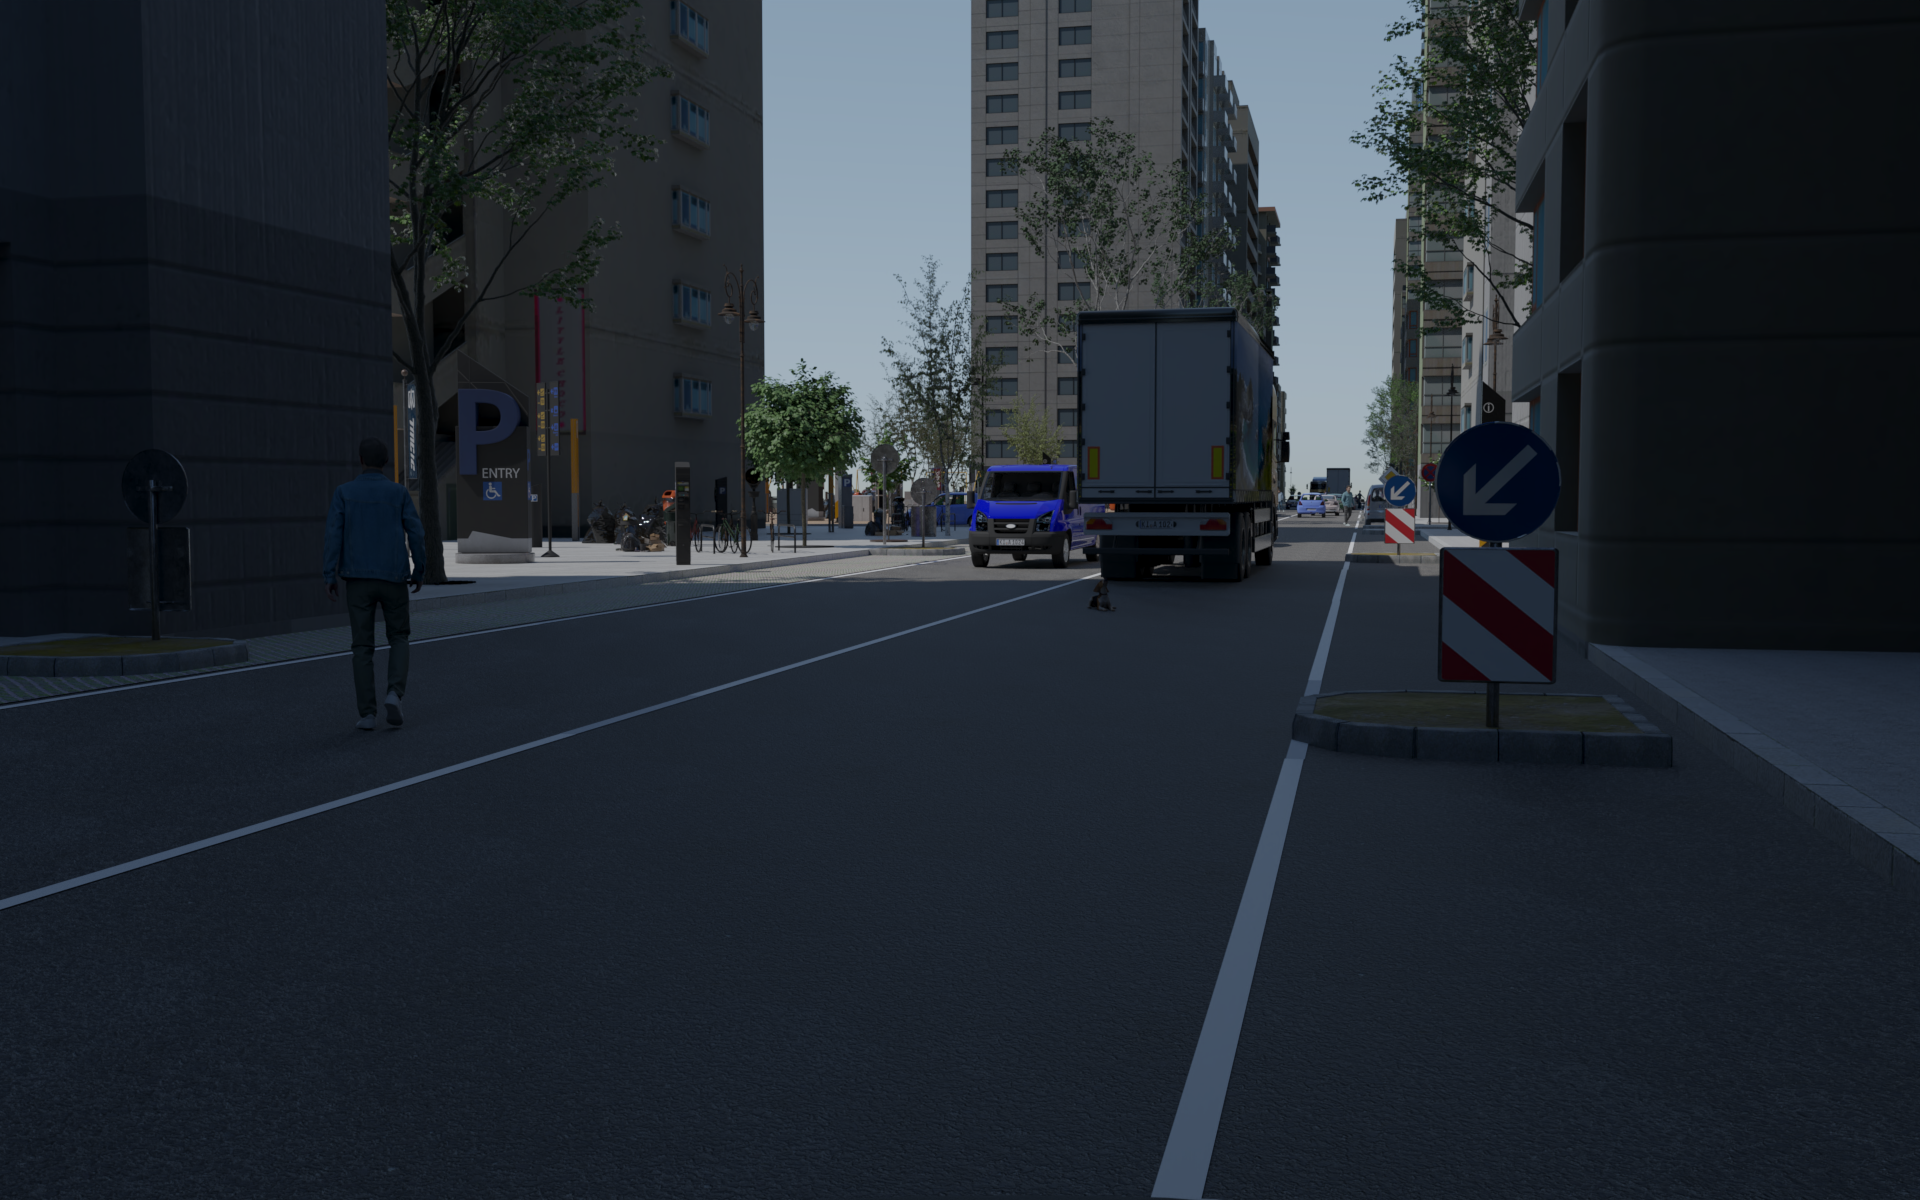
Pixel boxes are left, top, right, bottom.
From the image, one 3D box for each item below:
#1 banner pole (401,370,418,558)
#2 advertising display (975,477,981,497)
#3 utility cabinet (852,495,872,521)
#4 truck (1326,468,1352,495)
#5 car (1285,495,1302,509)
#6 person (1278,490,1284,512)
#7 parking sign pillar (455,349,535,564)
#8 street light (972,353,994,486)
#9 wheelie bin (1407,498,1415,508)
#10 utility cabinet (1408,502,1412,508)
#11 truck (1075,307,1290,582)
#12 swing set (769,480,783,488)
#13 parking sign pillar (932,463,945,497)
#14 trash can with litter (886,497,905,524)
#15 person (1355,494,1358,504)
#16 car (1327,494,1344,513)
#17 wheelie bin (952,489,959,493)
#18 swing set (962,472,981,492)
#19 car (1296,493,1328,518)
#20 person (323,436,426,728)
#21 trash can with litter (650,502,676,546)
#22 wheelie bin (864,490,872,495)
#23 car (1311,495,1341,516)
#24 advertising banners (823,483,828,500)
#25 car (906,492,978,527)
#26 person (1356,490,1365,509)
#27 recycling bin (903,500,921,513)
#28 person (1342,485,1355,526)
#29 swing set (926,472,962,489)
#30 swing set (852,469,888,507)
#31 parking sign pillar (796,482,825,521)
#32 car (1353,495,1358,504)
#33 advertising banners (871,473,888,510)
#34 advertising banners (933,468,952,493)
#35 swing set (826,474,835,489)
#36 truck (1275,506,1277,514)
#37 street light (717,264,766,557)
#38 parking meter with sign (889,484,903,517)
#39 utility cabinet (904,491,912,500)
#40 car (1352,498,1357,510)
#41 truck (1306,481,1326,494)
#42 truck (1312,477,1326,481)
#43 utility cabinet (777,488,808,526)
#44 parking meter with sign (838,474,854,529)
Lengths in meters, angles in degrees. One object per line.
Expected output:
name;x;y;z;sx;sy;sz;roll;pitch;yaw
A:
banner pole;-11.032;-2.736;34.746;0.401;3.779;0.863;-3;4;-36
advertising display;1.151;-4.246;74.629;0.974;1.923;0.123;0;4;7
utility cabinet;-4.651;-4.312;81.656;1.020;1.237;0.306;2;4;26
truck;41.495;-12.287;189.808;2.839;4.237;11.283;1;4;13
car;31.573;-9.192;162.877;1.945;1.354;3.894;1;4;14
person;25.955;-8.039;140.208;0.793;1.790;0.793;0;4;7
parking sign pillar;-8.688;-2.678;32.260;1.447;3.967;1.447;0;4;-5
street light;0.742;-5.141;56.849;0.468;5.910;1.993;1;4;13
wheelie bin;33.451;-7.390;128.734;0.693;1.594;0.980;0;4;5
utility cabinet;32.693;-7.001;125.628;0.306;1.237;1.020;1;4;19
truck;4.324;-2.617;31.705;2.839;4.237;11.283;1;4;14
swing set;-10.070;-5.294;84.169;3.119;2.851;2.862;2;4;24
parking sign pillar;-1.633;-8.494;127.348;1.447;3.967;1.447;-2;4;-32
trash can with litter;-2.759;-3.856;74.428;0.624;1.170;1.055;-1;4;-20
person;56.611;-14.447;247.938;0.991;1.433;0.599;-3;4;-36
car;29.230;-7.542;135.116;2.131;1.459;4.920;1;4;13
wheelie bin;-0.294;-6.370;112.053;0.693;1.594;0.980;-2;4;-27
swing set;2.386;-7.398;118.583;3.119;2.851;2.862;2;4;32
car;21.438;-5.870;105.558;1.945;1.707;3.694;1;4;12
person;-3.556;-0.104;10.542;0.601;1.785;0.444;-1;4;-19
trash can with litter;-7.180;-1.896;42.395;1.055;1.170;0.624;-2;4;-25
wheelie bin;-6.852;-7.525;130.939;0.693;1.594;0.980;-3;5;-41
car;24.249;-6.279;115.018;2.083;1.381;4.827;1;4;12
advertising banners;-8.356;-6.873;108.554;0.090;3.025;2.074;1;4;12
car;-0.422;-3.664;69.503;3.694;1.707;1.945;1;4;14
person;39.426;-9.915;170.694;0.705;1.814;1.350;-2;4;-28
recycling bin;-2.178;-4.061;78.954;0.722;1.027;0.722;0;4;6
person;17.477;-4.258;78.144;0.660;1.820;0.620;-2;4;-33
swing set;-0.839;-7.680;123.181;3.119;2.851;2.862;0;4;-3
swing set;-4.997;-6.876;110.048;3.119;2.851;2.862;0;4;2
parking sign pillar;-7.206;-5.782;83.000;1.447;3.967;1.447;2;4;29
car;58.316;-14.959;257.164;1.945;1.354;3.894;1;4;13
advertising banners;-5.802;-8.001;126.998;2.074;3.025;0.090;3;4;39
advertising banners;-0.774;-7.428;117.634;2.074;3.025;0.090;0;4;7
swing set;-9.573;-8.502;136.623;2.862;2.851;3.119;2;4;28
truck;19.728;-7.698;115.618;2.967;4.110;18.799;1;4;12
street light;-4.384;-3.802;34.942;0.468;5.910;1.993;1;4;13
parking meter with sign;-3.519;-6.068;95.468;1.738;3.016;0.543;2;4;27
utility cabinet;-3.839;-7.881;137.538;1.173;1.500;0.318;-1;4;-8
car;35.060;-8.888;157.681;2.083;1.381;4.827;1;4;14
truck;53.567;-16.037;258.120;3.469;3.379;9.791;1;4;15
truck;57.516;-17.488;275.681;2.967;4.110;18.799;1;4;13
utility cabinet;-6.583;-3.627;67.980;1.173;1.500;0.318;0;4;7
parking meter with sign;-4.333;-4.207;65.052;0.543;3.016;1.738;-1;4;-16
